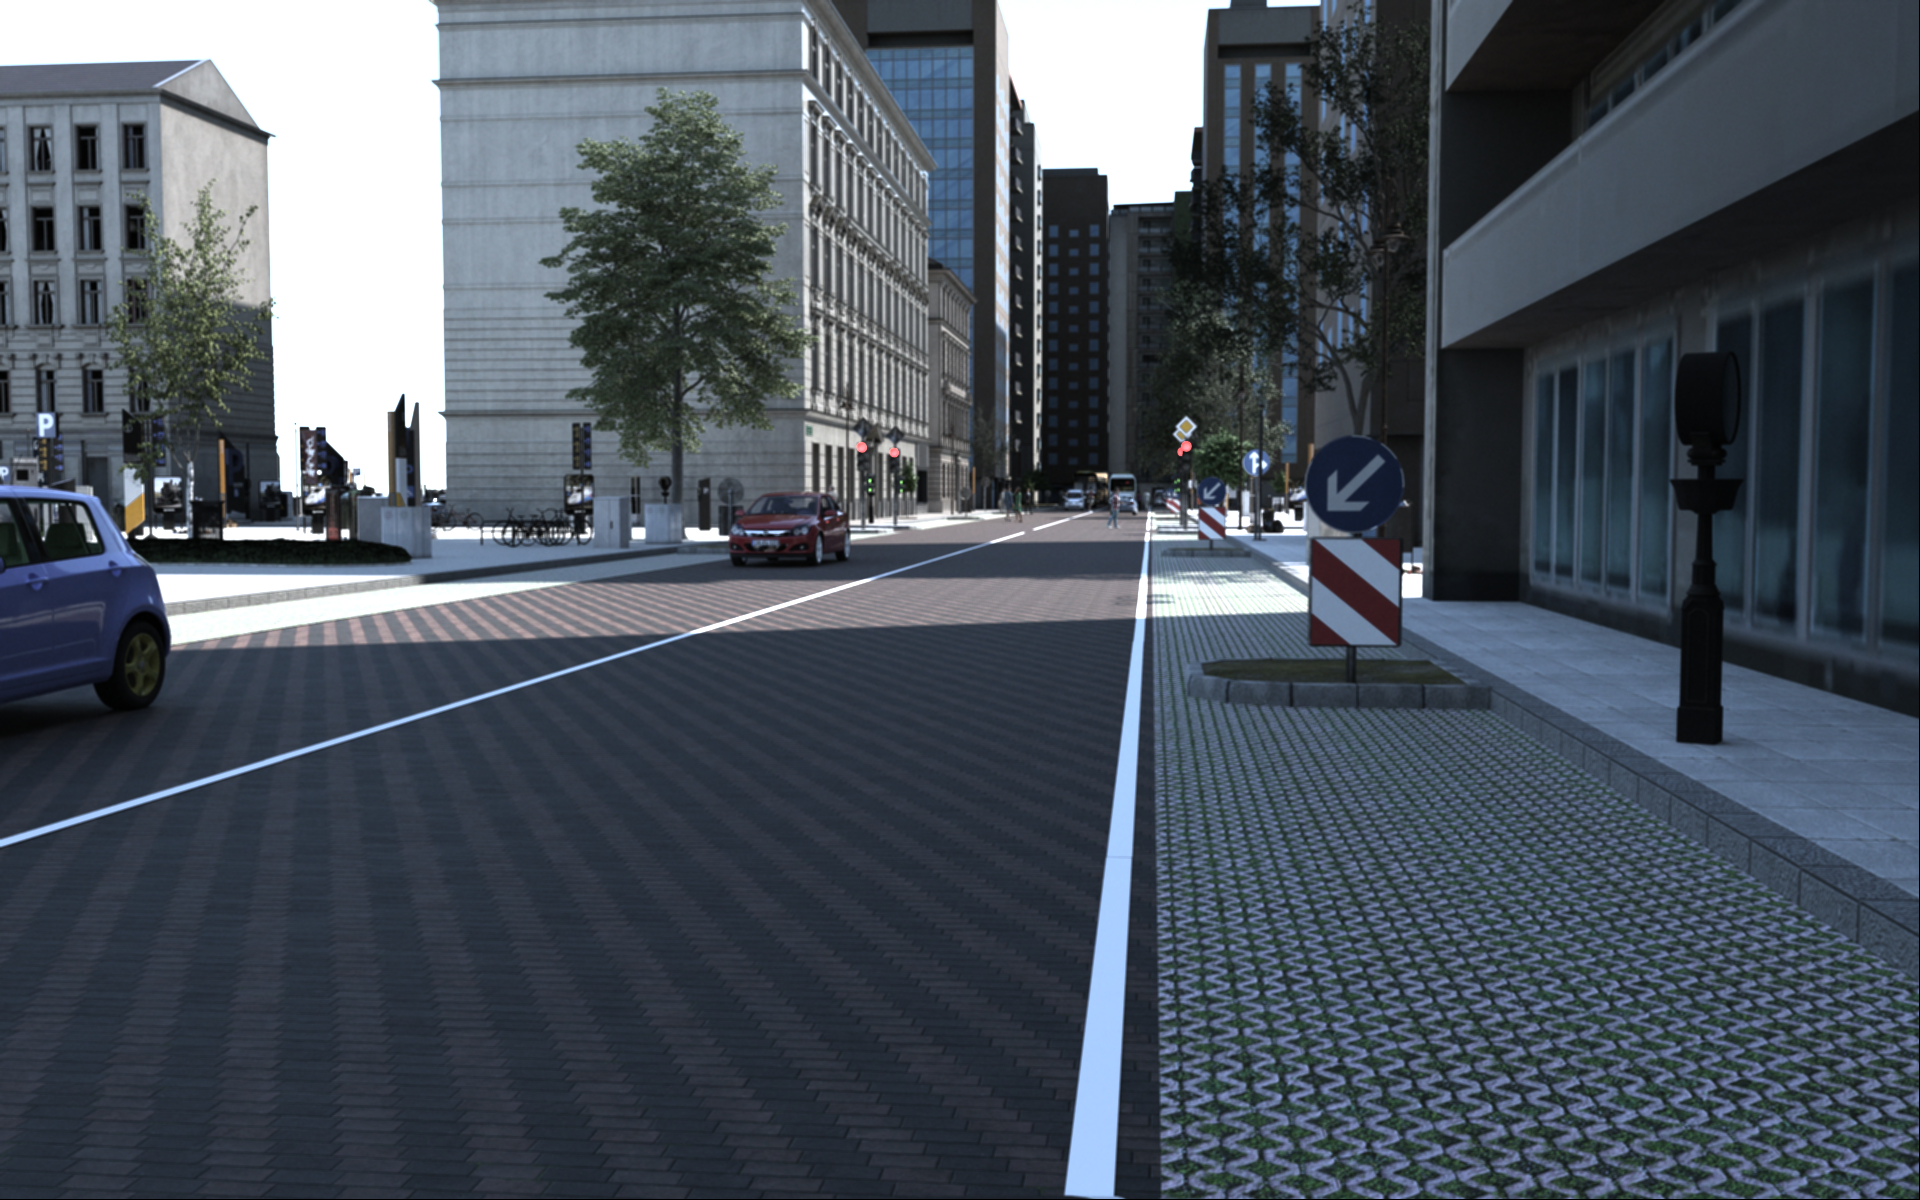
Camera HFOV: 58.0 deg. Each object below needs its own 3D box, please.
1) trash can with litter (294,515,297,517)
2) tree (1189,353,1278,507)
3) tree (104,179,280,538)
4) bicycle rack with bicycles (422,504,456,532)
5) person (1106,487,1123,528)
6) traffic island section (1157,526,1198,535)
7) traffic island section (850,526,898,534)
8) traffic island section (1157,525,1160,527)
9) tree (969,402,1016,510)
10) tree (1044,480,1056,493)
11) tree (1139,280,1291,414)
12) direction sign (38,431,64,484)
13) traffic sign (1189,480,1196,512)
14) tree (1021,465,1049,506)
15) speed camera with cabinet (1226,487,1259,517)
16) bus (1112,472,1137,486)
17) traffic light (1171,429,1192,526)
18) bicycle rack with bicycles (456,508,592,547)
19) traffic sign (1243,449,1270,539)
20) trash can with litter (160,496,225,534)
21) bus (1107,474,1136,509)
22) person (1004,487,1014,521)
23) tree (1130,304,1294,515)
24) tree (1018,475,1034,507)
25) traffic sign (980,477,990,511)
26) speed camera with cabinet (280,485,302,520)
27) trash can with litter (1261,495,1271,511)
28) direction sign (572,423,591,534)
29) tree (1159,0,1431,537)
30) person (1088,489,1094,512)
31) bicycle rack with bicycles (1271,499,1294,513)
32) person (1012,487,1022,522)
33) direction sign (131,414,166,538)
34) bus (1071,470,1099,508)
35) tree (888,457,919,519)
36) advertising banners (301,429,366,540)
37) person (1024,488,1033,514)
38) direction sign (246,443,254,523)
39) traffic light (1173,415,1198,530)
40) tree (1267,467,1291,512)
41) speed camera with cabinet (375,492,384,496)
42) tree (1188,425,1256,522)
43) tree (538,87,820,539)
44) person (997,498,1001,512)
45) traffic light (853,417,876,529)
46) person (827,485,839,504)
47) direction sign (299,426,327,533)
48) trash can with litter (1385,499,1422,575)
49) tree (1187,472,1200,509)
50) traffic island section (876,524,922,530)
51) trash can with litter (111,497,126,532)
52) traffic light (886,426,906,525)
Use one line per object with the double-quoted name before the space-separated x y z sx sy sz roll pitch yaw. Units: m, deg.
"trash can with litter" -37.896 -5.271 97.246 2.233 1.210 1.678 0 4 6
"tree" 14.132 -8.580 90.653 4.360 8.622 3.978 0 3 0
"tree" -18.271 -5.540 40.943 4.737 8.622 4.395 0 3 0
"bicycle rack with bicycles" -18.300 -2.836 59.753 2.925 0.926 2.852 1 4 11
"person" 6.514 -3.889 72.930 0.643 1.720 0.563 1 4 17
"traffic island section" 8.112 -2.438 62.142 2.009 0.180 2.903 0 4 6
"traffic island section" -3.558 -2.517 63.431 2.009 0.180 2.903 0 4 6
"traffic island section" 8.988 -2.923 70.079 2.009 0.180 2.903 0 4 6
"tree" 2.223 -11.531 138.897 4.360 8.622 3.978 0 3 0
"tree" 11.245 -13.963 222.896 1.663 3.219 1.824 0 3 0
"tree" 20.914 -17.460 141.361 12.611 20.169 13.585 0 3 0
"direction sign" -32.662 -4.298 62.267 0.379 3.537 0.876 2 4 35
"traffic sign" 16.947 -7.581 126.084 0.606 2.300 0.079 1 4 15
"tree" 8.347 -12.791 192.854 4.285 4.588 4.351 0 3 0
"speed camera with cabinet" 15.758 -6.273 96.900 2.038 3.252 0.660 0 4 -3
"bus" 17.836 -12.105 189.461 2.896 3.916 12.252 0 4 6
"traffic light" 8.949 -4.957 69.970 0.839 4.253 0.868 0 4 6
"bicycle rack with bicycles" -10.568 -1.835 43.391 2.925 0.926 2.852 -3 5 -39
"traffic sign" 8.359 -2.983 48.880 0.768 2.556 0.104 1 4 10
"trash can with litter" -24.971 -2.763 56.240 2.233 1.210 1.678 1 4 23
"bus" 15.761 -10.629 168.649 2.948 3.499 13.247 0 4 5
"person" 2.533 -5.095 91.834 0.581 1.822 0.654 3 5 44
"tree" 14.899 -11.450 104.209 9.611 12.733 9.660 0 3 0
"tree" 6.753 -11.128 176.541 1.663 3.219 1.824 0 3 0
"traffic sign" 1.864 -7.815 127.878 0.768 2.556 0.104 1 4 14
"speed camera with cabinet" -33.055 -5.597 85.838 2.038 3.252 0.660 -1 4 -13
"trash can with litter" 24.145 -7.532 134.208 1.678 1.210 2.233 -3 5 -39
"direction sign" -12.028 -3.863 55.156 0.876 3.537 0.379 3 4 38
"tree" 7.473 -6.044 33.236 8.767 10.594 7.601 2 4 32
"person" 10.549 -8.020 139.597 0.573 1.828 0.580 -1 4 -16
"bicycle rack with bicycles" 22.511 -6.469 119.147 2.852 0.926 2.925 2 4 28
"person" 2.970 -4.849 88.029 0.529 1.795 0.600 -2 4 -26
"direction sign" -23.124 -3.511 49.400 0.876 3.537 0.379 -2 4 -32
"bus" 13.285 -11.755 183.737 2.896 3.916 12.252 0 4 4
"tree" -2.735 -5.870 90.574 1.663 3.219 1.824 0 3 0
"advertising banners" -16.836 -3.079 46.533 2.074 3.025 0.090 1 4 20
"person" 4.858 -6.985 122.478 0.659 1.850 0.755 -2 4 -33
"direction sign" -31.574 -5.190 76.854 0.379 3.537 0.876 -2 4 -26
"traffic light" 8.073 -4.472 62.033 0.839 4.253 0.868 0 4 6
"tree" 22.952 -7.886 123.531 1.663 3.219 1.824 0 3 0
"speed camera with cabinet" -44.926 -8.607 135.063 2.038 3.252 0.660 -1 4 -23
"tree" 12.442 -5.975 81.413 4.285 4.588 4.351 0 3 0
"tree" -7.832 -7.982 48.629 7.486 12.596 7.792 0 3 0
"person" 2.866 -6.854 125.584 0.382 1.210 0.505 -3 5 -44
"traffic light" -3.520 -4.549 63.292 0.839 4.253 0.868 0 4 6
"person" -4.987 -3.532 66.643 0.834 1.777 0.661 3 4 36
"direction sign" -21.565 -4.025 57.805 0.876 3.537 0.379 -2 4 -33
"trash can with litter" 7.366 -1.015 27.645 2.233 1.210 1.678 1 4 16
"tree" 20.543 -9.553 150.799 1.663 3.219 1.824 0 3 0
"traffic island section" -2.682 -3.002 71.368 2.009 0.180 2.903 0 4 6
"trash can with litter" -28.236 -2.899 58.790 1.055 1.170 0.624 1 4 12
"traffic light" -2.644 -5.034 71.229 0.839 4.253 0.868 0 4 6
